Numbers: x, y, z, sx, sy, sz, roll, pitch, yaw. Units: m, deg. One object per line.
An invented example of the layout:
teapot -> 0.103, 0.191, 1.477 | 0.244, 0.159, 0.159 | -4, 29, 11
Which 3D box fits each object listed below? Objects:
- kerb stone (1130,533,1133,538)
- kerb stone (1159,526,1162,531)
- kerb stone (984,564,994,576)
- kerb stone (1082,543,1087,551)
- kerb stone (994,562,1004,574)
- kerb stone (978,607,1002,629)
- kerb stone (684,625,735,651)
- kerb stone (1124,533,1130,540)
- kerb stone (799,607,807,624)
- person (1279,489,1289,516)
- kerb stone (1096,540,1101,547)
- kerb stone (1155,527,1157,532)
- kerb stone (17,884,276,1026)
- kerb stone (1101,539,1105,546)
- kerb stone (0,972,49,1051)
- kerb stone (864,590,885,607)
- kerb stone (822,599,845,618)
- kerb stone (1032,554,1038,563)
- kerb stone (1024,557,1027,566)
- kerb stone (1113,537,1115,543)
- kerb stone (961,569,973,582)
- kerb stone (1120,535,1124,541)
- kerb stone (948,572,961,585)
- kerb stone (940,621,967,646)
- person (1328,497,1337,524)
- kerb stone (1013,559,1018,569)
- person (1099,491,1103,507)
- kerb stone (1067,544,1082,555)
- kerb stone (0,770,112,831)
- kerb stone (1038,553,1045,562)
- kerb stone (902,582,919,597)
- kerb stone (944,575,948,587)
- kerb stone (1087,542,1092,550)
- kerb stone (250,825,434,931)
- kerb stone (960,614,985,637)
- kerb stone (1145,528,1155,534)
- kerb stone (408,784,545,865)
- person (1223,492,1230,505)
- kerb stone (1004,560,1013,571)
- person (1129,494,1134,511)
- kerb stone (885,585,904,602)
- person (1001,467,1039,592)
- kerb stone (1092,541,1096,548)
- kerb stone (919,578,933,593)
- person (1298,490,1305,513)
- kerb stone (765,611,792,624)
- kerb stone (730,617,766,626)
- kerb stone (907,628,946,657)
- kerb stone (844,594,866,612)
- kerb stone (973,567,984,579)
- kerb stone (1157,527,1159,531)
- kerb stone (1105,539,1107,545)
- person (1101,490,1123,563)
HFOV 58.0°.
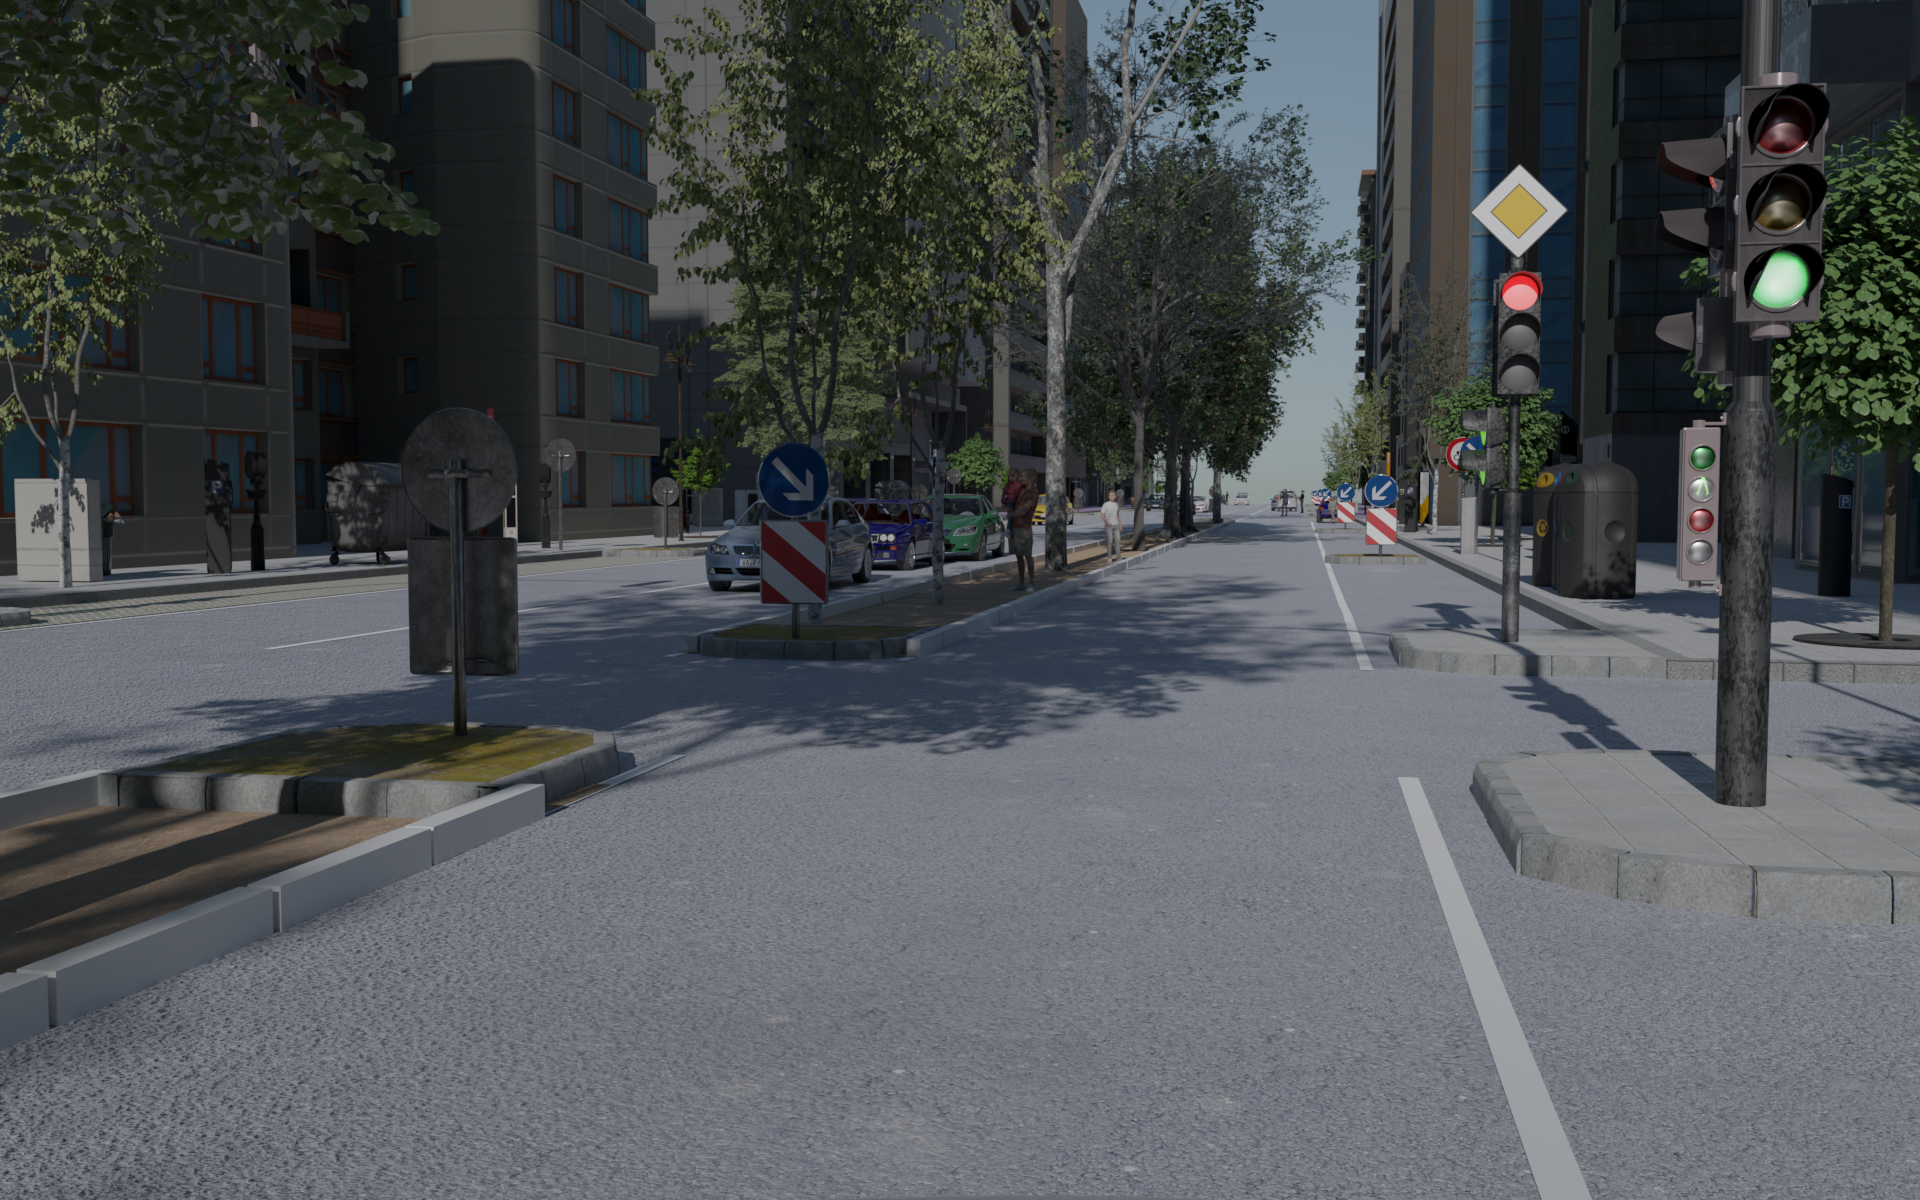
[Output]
kerb stone -> 5.368, -2.031, 55.398 | 0.120, 0.150, 1.000 | 1, 4, 11
kerb stone -> 7.538, -2.707, 66.451 | 0.120, 0.150, 1.000 | 1, 4, 11
kerb stone -> 0.412, -0.494, 30.274 | 0.120, 0.150, 1.000 | 1, 4, 11
kerb stone -> 2.992, -1.294, 43.348 | 0.120, 0.150, 1.000 | 1, 4, 11
kerb stone -> 0.613, -0.555, 31.276 | 0.120, 0.150, 1.000 | 1, 4, 11
kerb stone -> 0.278, 0.212, 18.733 | 0.120, 0.150, 1.000 | 1, 4, 11
kerb stone -> -2.351, 0.368, 16.211 | 0.120, 0.150, 1.000 | 1, 4, 11
kerb stone -> 5.166, -1.969, 54.395 | 0.120, 0.150, 1.000 | 1, 4, 11
kerb stone -> -1.763, 0.182, 19.222 | 0.120, 0.150, 1.000 | 1, 4, 11
person -> 20.729, -6.242, 111.009 | 0.568, 1.767, 0.683 | 3, 5, 44
kerb stone -> 3.582, -1.478, 46.358 | 0.120, 0.150, 1.000 | 1, 4, 11
kerb stone -> 7.147, -2.584, 64.444 | 0.120, 0.150, 1.000 | 1, 4, 11
kerb stone -> -2.391, 1.042, 5.158 | 0.120, 0.150, 1.000 | 1, 4, 11
kerb stone -> 3.785, -1.535, 47.360 | 0.120, 0.150, 1.000 | 1, 4, 11
kerb stone -> -2.590, 1.104, 4.146 | 0.120, 0.150, 1.000 | 1, 4, 11
kerb stone -> -1.172, -0.002, 22.231 | 0.120, 0.150, 1.000 | 1, 4, 11
kerb stone -> -1.557, 0.125, 20.224 | 0.120, 0.150, 1.000 | 1, 4, 11
kerb stone -> 1.403, -0.799, 35.301 | 0.120, 0.150, 1.000 | 1, 4, 11
kerb stone -> 1.211, -0.740, 34.294 | 0.120, 0.150, 1.000 | 1, 4, 11
kerb stone -> 4.373, -1.723, 50.369 | 0.120, 0.150, 1.000 | 1, 4, 11
kerb stone -> 0.015, -0.371, 28.267 | 0.120, 0.150, 1.000 | 1, 4, 11
kerb stone -> 4.770, -1.846, 52.375 | 0.120, 0.150, 1.000 | 1, 4, 11
kerb stone -> -0.183, -0.308, 27.265 | 0.120, 0.150, 1.000 | 1, 4, 11
kerb stone -> -0.114, 0.334, 16.727 | 0.120, 0.150, 1.000 | 1, 4, 11
person -> 17.947, -4.323, 83.454 | 0.475, 1.303, 0.640 | -2, 4, -33
kerb stone -> 1.009, -0.678, 33.292 | 0.120, 0.150, 1.000 | 1, 4, 11
person -> 14.171, -10.051, 173.761 | 0.530, 1.710, 0.541 | 1, 4, 11
kerb stone -> 2.793, -1.232, 42.344 | 0.120, 0.150, 1.000 | 1, 4, 11
kerb stone -> -4.063, 0.895, 7.565 | 0.120, 0.150, 1.000 | 1, 4, 11
kerb stone -> 1.605, -0.861, 36.311 | 0.120, 0.150, 1.000 | 1, 4, 11
kerb stone -> -0.771, -0.125, 24.246 | 0.120, 0.150, 1.000 | 1, 4, 11
kerb stone -> -0.372, -0.248, 26.250 | 0.120, 0.150, 1.000 | 1, 4, 11
kerb stone -> 3.192, -1.355, 44.350 | 0.120, 0.150, 1.000 | 1, 4, 11
kerb stone -> -2.186, 0.981, 6.172 | 0.120, 0.150, 1.000 | 1, 4, 11
kerb stone -> 0.084, 0.276, 17.730 | 0.120, 0.150, 1.000 | 1, 4, 11
kerb stone -> 6.949, -2.523, 63.442 | 0.120, 0.150, 1.000 | 1, 4, 11
kerb stone -> -1.991, 0.919, 7.176 | 0.120, 0.150, 1.000 | 1, 4, 11
person -> 34.404, -13.102, 223.534 | 1.217, 1.723, 0.721 | -3, 4, -37
kerb stone -> 0.807, -0.616, 32.281 | 0.120, 0.150, 1.000 | 1, 4, 11
person -> 14.885, -8.408, 149.234 | 1.065, 1.426, 0.557 | 1, 4, 10
kerb stone -> -0.961, -0.064, 23.235 | 0.120, 0.150, 1.000 | 1, 4, 11
person -> 0.891, -1.039, 25.459 | 0.580, 1.828, 0.573 | 1, 4, 11
kerb stone -> 3.389, -1.414, 45.353 | 0.120, 0.150, 1.000 | 1, 4, 11
kerb stone -> -0.578, -0.186, 25.249 | 0.120, 0.150, 1.000 | 1, 4, 11
person -> 25.528, -7.359, 129.637 | 0.721, 1.723, 1.217 | 0, 4, -5
kerb stone -> -1.961, 0.245, 18.217 | 0.120, 0.150, 1.000 | 1, 4, 11
kerb stone -> -2.161, 0.305, 17.215 | 0.120, 0.150, 1.000 | 1, 4, 11
kerb stone -> -0.313, 0.396, 15.724 | 0.120, 0.150, 1.000 | 1, 4, 11
kerb stone -> -1.371, 0.065, 21.229 | 0.120, 0.150, 1.000 | 1, 4, 11
kerb stone -> 0.220, -0.433, 29.269 | 0.120, 0.150, 1.000 | 1, 4, 11
kerb stone -> 7.341, -2.645, 65.448 | 0.120, 0.150, 1.000 | 1, 4, 11
kerb stone -> 3.977, -1.601, 48.364 | 0.120, 0.150, 1.000 | 1, 4, 11
person -> 3.190, -1.519, 35.929 | 0.523, 1.515, 0.503 | 2, 4, 34
